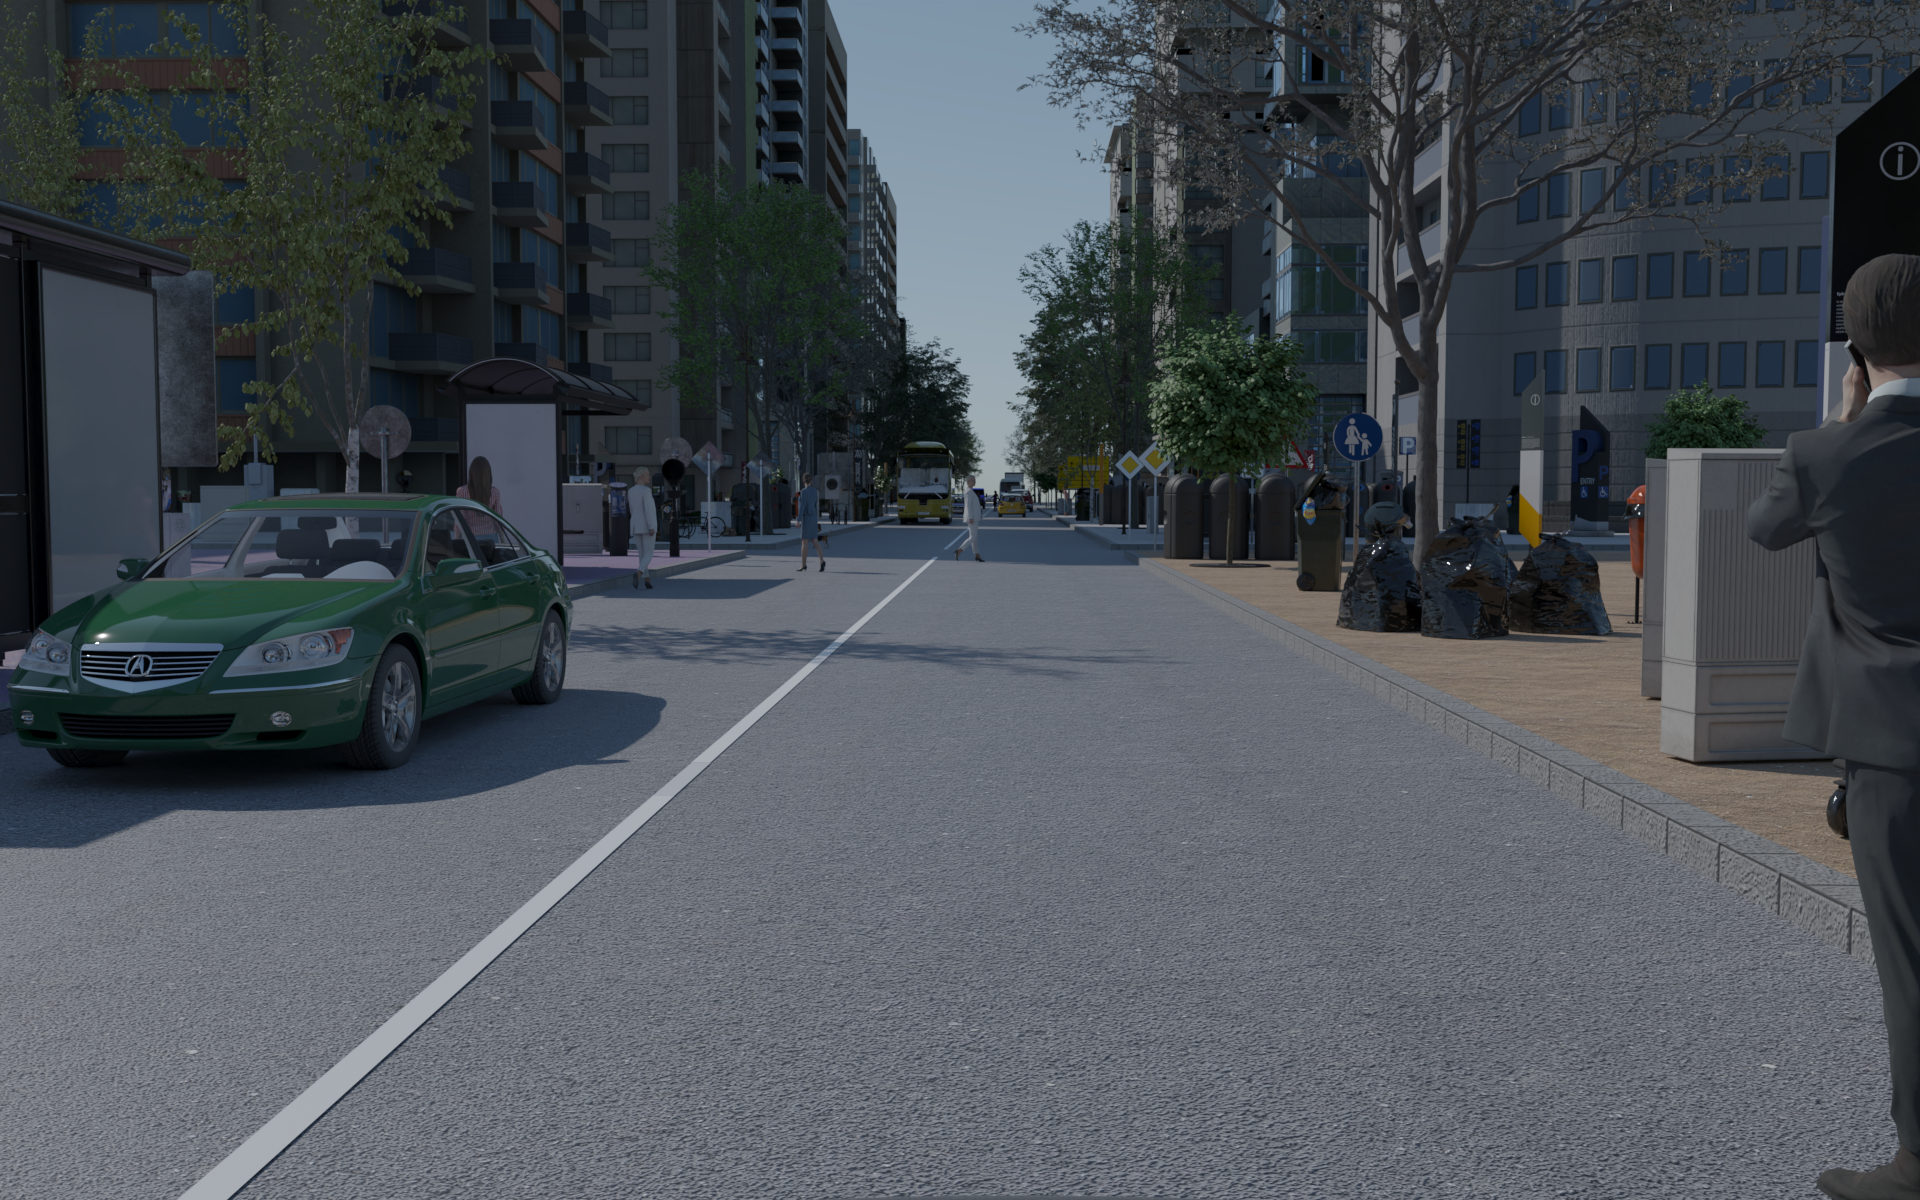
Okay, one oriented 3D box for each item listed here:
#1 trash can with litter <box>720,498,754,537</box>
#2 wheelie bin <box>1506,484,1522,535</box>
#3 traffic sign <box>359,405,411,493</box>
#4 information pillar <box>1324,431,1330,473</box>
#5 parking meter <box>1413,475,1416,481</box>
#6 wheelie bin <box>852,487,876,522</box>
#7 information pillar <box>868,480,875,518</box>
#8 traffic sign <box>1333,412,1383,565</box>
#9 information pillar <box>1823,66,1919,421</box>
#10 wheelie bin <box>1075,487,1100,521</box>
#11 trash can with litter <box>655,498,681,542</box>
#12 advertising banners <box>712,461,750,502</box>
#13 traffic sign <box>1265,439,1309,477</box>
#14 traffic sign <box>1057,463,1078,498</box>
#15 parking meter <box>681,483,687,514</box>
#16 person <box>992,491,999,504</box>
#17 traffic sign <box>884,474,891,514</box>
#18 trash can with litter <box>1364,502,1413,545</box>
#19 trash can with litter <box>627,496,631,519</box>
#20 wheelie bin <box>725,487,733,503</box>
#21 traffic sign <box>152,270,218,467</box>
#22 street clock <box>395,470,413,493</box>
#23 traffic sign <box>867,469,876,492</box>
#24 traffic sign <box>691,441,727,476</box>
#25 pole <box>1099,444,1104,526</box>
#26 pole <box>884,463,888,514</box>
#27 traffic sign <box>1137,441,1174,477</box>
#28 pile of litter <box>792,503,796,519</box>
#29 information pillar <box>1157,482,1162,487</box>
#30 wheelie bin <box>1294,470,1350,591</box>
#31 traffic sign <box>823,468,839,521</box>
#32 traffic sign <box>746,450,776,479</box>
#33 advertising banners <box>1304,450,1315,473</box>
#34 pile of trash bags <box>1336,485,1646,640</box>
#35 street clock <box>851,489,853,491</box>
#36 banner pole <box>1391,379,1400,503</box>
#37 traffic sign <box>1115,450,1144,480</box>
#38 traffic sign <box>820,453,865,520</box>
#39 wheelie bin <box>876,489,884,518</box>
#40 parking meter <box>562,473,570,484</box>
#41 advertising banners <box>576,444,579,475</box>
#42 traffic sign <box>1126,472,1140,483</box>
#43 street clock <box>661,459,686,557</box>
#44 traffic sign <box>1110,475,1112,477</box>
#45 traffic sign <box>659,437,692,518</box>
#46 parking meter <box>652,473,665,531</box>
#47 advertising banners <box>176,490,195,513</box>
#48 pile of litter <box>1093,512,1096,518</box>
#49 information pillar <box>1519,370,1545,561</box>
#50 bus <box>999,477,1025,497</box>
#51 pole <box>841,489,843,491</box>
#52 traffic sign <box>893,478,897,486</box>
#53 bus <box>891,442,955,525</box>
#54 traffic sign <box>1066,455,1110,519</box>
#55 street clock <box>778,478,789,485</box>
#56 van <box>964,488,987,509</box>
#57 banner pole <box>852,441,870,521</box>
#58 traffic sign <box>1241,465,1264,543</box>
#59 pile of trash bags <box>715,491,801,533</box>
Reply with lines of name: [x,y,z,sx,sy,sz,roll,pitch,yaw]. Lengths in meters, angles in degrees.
trash can with litter: [-6.747,-2.507,52.374,0.624,1.170,1.055,2,4,30]
wheelie bin: [17.704,-2.856,54.600,0.980,1.594,0.693,-2,4,-25]
traffic sign: [-8.240,-1.512,24.820,0.768,2.556,0.104,0,4,3]
information pillar: [13.484,-4.428,63.753,0.183,3.616,0.504,0,4,-4]
parking meter: [14.083,-2.897,53.076,0.255,1.863,0.399,-1,4,-21]
wheelie bin: [-4.632,-4.473,81.048,0.980,1.594,0.693,3,5,43]
information pillar: [-4.726,-5.336,91.733,0.304,2.012,0.304,-2,4,-33]
traffic sign: [6.187,-1.645,27.007,0.768,2.556,0.104,0,4,3]
information pillar: [4.981,-1.105,9.423,0.504,3.616,0.183,1,4,12]
wheelie bin: [5.959,-4.574,82.693,0.980,1.594,0.693,-2,4,-34]
trash can with litter: [-8.002,-2.147,46.492,1.055,1.170,0.624,3,4,38]
advertising banners: [-12.116,-5.854,91.893,2.074,3.025,0.090,0,4,-2]
traffic sign: [6.721,-2.181,35.668,0.884,2.594,0.081,1,4,8]
traffic sign: [7.348,-7.165,111.012,2.265,3.308,0.079,0,4,5]
parking meter: [-14.882,-5.354,93.249,0.255,1.863,0.399,0,4,2]
person: [4.985,-14.143,239.747,0.705,1.823,1.348,3,5,42]
traffic sign: [-4.753,-6.731,110.060,0.884,2.594,0.081,1,4,10]
trash can with litter: [6.005,-0.807,24.589,0.624,1.170,1.055,2,4,27]
trash can with litter: [-12.887,-3.337,65.624,2.233,1.210,1.678,2,4,33]
wheelie bin: [-10.564,-4.459,80.812,0.693,1.594,0.980,-2,4,-30]
traffic sign: [-7.904,-1.351,15.957,2.265,3.308,0.079,1,4,9]
street clock: [-16.780,-2.921,52.332,0.471,2.002,0.358,-3,4,-37]
traffic sign: [-4.874,-5.564,90.983,0.884,2.594,0.081,0,4,7]
traffic sign: [-5.515,-2.190,37.998,0.795,2.593,0.064,0,4,2]
pole: [5.768,-4.696,70.628,0.158,3.312,0.155,0,3,0]
pole: [-4.829,-7.283,112.916,0.158,3.312,0.155,0,3,0]
traffic sign: [4.275,-2.172,37.705,0.795,2.593,0.064,0,4,2]
pile of litter: [-8.938,-4.652,90.018,1.176,0.858,1.719,-2,4,-24]
information pillar: [12.608,-6.435,109.701,0.304,2.012,0.304,-1,4,-23]
wheelie bin: [4.817,-0.926,23.054,0.693,1.594,0.980,1,4,16]
traffic sign: [-6.203,-5.091,83.339,0.768,2.556,0.104,0,4,7]
traffic sign: [-5.292,-2.678,45.980,0.795,2.593,0.064,0,4,2]
advertising banners: [14.353,-4.392,68.002,0.090,3.025,2.074,-3,5,-43]
pile of trash bags: [5.442,-0.410,16.461,3.447,1.369,1.912,-1,4,-18]
street clock: [-5.691,-5.340,91.880,0.358,2.002,0.471,-1,4,-10]
banner pole: [9.526,-2.934,37.991,0.401,3.779,0.863,0,4,5]
traffic sign: [4.498,-2.660,45.687,0.795,2.593,0.064,0,4,2]
traffic sign: [-5.770,-5.571,84.965,2.265,3.308,0.079,1,4,8]
wheelie bin: [-4.780,-5.203,92.977,0.693,1.594,0.980,-3,4,-37]
parking meter: [-10.652,-2.488,46.389,0.255,1.863,0.399,3,5,39]
advertising banners: [-13.243,-3.866,59.402,0.090,3.025,2.074,0,4,-2]
traffic sign: [8.450,-5.194,85.026,0.768,2.556,0.104,0,4,3]
street clock: [-5.847,-1.888,35.432,0.471,2.002,0.358,0,4,-1]
traffic sign: [9.187,-6.631,108.521,0.768,2.556,0.104,1,4,11]
traffic sign: [-6.325,-2.348,38.502,0.768,2.556,0.104,1,4,10]
parking meter: [-8.375,-2.593,48.099,0.255,1.863,0.399,0,4,7]
advertising banners: [-24.601,-3.482,53.120,2.074,3.025,0.090,-2,4,-31]
pile of litter: [7.408,-4.880,93.761,1.719,0.858,1.176,-3,5,-40]
information pillar: [10.895,-2.545,32.970,0.183,3.616,0.504,-2,4,-32]
bus: [6.315,-13.255,211.574,2.948,3.499,13.247,0,4,3]
pole: [-7.608,-7.160,110.911,0.158,3.312,0.155,0,3,0]
traffic sign: [-4.234,-7.276,118.964,0.884,2.594,0.081,1,4,8]
bus: [-1.611,-5.703,84.787,2.896,3.916,12.252,0,4,1]
traffic sign: [6.714,-5.927,90.778,2.265,3.308,0.079,1,4,10]
street clock: [-7.986,-4.507,78.255,0.471,2.002,0.358,0,4,7]
van: [1.522,-10.079,169.172,2.240,2.365,5.245,0,3,0]
banner pole: [-4.682,-5.627,82.019,0.863,3.779,0.401,0,4,-3]
traffic sign: [7.571,-2.615,44.878,0.606,2.300,0.079,0,4,5]
pile of trash bags: [-6.708,-2.970,58.306,3.447,1.369,1.912,0,4,-5]
